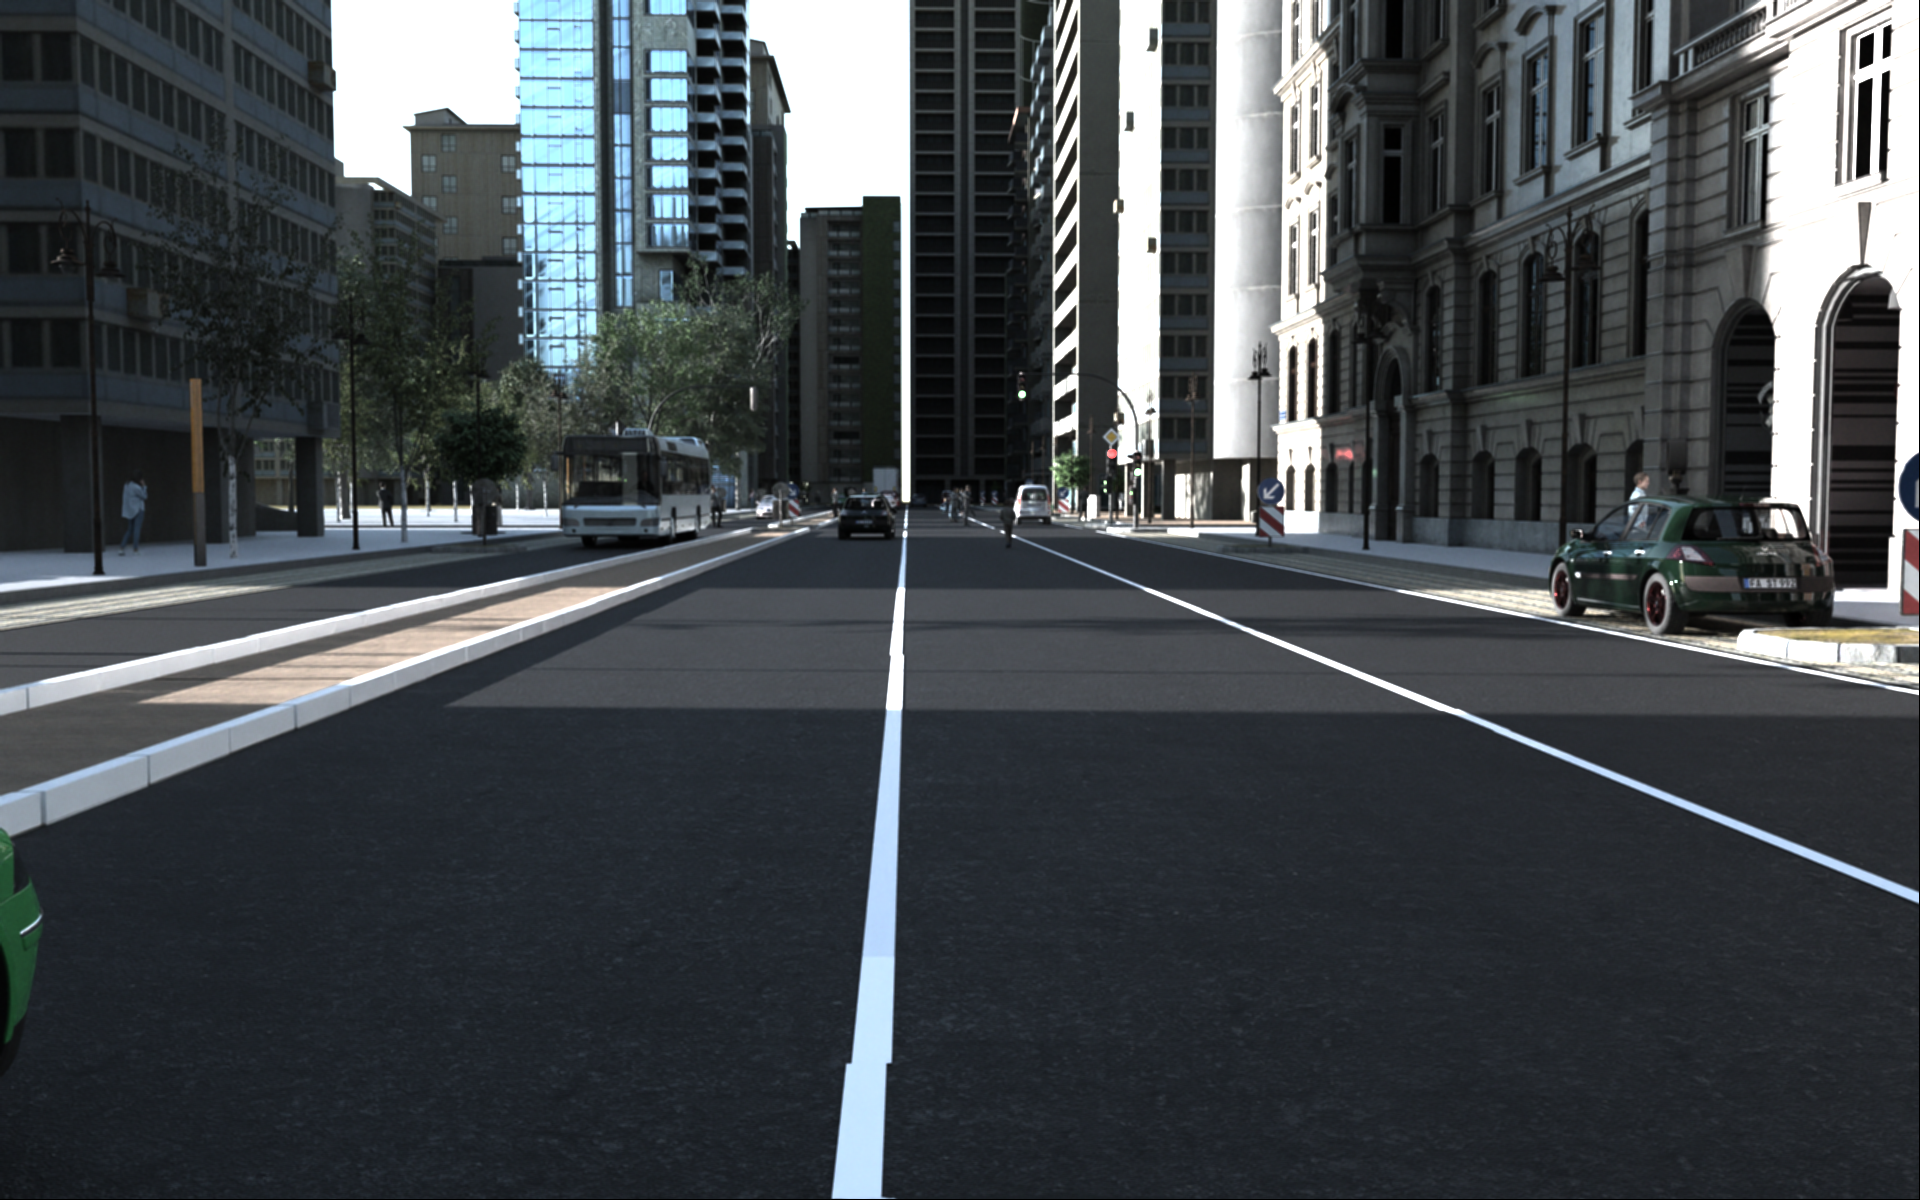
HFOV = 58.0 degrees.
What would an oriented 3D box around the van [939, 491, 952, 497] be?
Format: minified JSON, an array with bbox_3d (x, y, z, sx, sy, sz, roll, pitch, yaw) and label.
[{"bbox_3d":[-1.600,-12.942,218.610,2.013,2.044,4.112,0,4,-1],"label":"van"}]

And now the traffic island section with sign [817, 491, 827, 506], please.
[{"bbox_3d":[-16.596,-11.881,202.886,1.989,1.847,2.006,0,4,-2],"label":"traffic island section with sign"}]

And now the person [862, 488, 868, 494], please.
[{"bbox_3d":[-5.595,-5.732,102.564,0.601,1.785,0.444,-2,4,-28],"label":"person"}]

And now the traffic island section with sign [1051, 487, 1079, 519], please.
[{"bbox_3d":[5.676,-5.470,98.066,1.989,1.847,2.006,0,4,-2],"label":"traffic island section with sign"}]

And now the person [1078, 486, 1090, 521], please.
[{"bbox_3d":[6.482,-5.053,90.930,0.655,1.846,0.447,0,4,0],"label":"person"}]

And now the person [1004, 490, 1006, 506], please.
[{"bbox_3d":[5.030,-11.331,192.017,0.721,1.736,1.217,0,4,-2],"label":"person"}]

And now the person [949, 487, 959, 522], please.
[{"bbox_3d":[-0.263,-4.929,89.277,0.466,1.800,0.511,3,5,43],"label":"person"}]

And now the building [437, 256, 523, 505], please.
[{"bbox_3d":[-55.777,-27.090,214.619,14.107,30.474,14.160,0,4,-2],"label":"building"}]

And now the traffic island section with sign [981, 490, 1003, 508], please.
[{"bbox_3d":[3.364,-10.181,175.091,1.989,1.847,2.006,0,4,-2],"label":"traffic island section with sign"}]

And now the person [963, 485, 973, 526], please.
[{"bbox_3d":[0.371,-4.298,78.572,0.447,1.846,0.655,0,4,-2],"label":"person"}]

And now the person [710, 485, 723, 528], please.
[{"bbox_3d":[-10.459,-4.012,74.280,0.592,1.802,0.473,-1,4,-23],"label":"person"}]

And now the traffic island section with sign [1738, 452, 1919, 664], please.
[{"bbox_3d":[8.164,-0.420,15.493,1.989,1.847,2.006,0,4,-2],"label":"traffic island section with sign"}]

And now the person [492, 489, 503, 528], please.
[{"bbox_3d":[-18.609,-3.703,69.585,0.519,1.759,0.362,0,4,-2],"label":"person"}]

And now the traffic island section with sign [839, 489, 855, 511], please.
[{"bbox_3d":[-9.280,-8.539,147.744,2.006,1.907,1.989,0,4,-2],"label":"traffic island section with sign"}]

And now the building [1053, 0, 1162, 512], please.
[{"bbox_3d":[18.719,-31.157,133.122,21.300,48.544,21.600,0,4,-2],"label":"building"}]

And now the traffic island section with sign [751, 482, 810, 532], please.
[{"bbox_3d":[-6.797,-3.492,65.236,2.006,1.907,1.989,0,4,-2],"label":"traffic island section with sign"}]

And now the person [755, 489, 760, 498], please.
[{"bbox_3d":[-14.875,-7.332,128.561,0.661,1.801,0.590,0,4,5],"label":"person"}]

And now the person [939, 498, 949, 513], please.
[{"bbox_3d":[-1.230,-7.080,129.757,0.738,1.151,1.012,3,4,38],"label":"person"}]

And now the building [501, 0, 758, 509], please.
[{"bbox_3d":[-29.957,-51.955,162.130,22.319,86.520,31.000,0,4,-2],"label":"building"}]

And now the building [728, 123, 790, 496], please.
[{"bbox_3d":[-25.929,-30.737,186.144,14.154,41.232,14.086,0,4,-2],"label":"building"}]

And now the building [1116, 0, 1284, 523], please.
[{"bbox_3d":[21.049,-24.374,90.403,23.993,40.220,32.217,0,4,-2],"label":"building"}]

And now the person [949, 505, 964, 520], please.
[{"bbox_3d":[-0.265,-4.898,94.078,0.738,1.151,1.012,-1,4,-14],"label":"person"}]

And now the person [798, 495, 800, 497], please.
[{"bbox_3d":[-19.740,-12.256,207.221,1.217,1.735,0.721,-2,4,-24],"label":"person"}]

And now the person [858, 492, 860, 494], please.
[{"bbox_3d":[-11.156,-11.138,191.544,0.756,1.711,0.436,-3,5,-44],"label":"person"}]

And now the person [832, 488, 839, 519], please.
[{"bbox_3d":[-7.113,-5.497,98.555,0.473,1.802,0.592,0,4,7],"label":"person"}]

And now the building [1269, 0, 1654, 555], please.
[{"bbox_3d":[17.273,-13.890,46.180,14.460,24.649,34.723,0,4,-2],"label":"building"}]

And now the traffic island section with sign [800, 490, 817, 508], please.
[{"bbox_3d":[-15.768,-10.191,175.256,1.989,1.847,2.006,0,4,-2],"label":"traffic island section with sign"}]

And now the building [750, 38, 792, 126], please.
[{"bbox_3d":[-34.765,-37.799,207.248,27.495,52.752,28.713,0,4,-2],"label":"building"}]

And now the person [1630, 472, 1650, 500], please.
[{"bbox_3d":[10.113,-1.096,25.781,0.330,1.601,0.589,3,4,36],"label":"person"}]

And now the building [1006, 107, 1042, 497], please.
[{"bbox_3d":[16.680,-33.011,194.352,22.147,44.769,28.867,0,4,-2],"label":"building"}]

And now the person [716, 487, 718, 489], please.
[{"bbox_3d":[-18.355,-7.630,131.066,0.520,1.790,0.573,0,4,-7],"label":"person"}]

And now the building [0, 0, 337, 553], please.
[{"bbox_3d":[-30.392,-21.626,45.468,23.993,40.220,32.217,0,4,-2],"label":"building"}]

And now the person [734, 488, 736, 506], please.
[{"bbox_3d":[-17.486,-7.951,136.317,0.573,1.790,0.520,-2,4,-34],"label":"person"}]

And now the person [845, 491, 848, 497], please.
[{"bbox_3d":[-12.739,-11.356,194.185,1.348,1.822,0.705,-2,4,-33],"label":"person"}]

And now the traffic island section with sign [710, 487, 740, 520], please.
[{"bbox_3d":[-13.431,-5.430,97.406,1.989,1.847,2.006,0,4,-2],"label":"traffic island section with sign"}]

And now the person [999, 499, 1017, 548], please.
[{"bbox_3d":[1.271,-2.052,46.321,0.475,1.303,0.640,0,4,-7],"label":"person"}]

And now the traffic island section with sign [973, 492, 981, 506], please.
[{"bbox_3d":[2.528,-11.874,202.770,1.989,1.847,2.006,0,4,-2],"label":"traffic island section with sign"}]

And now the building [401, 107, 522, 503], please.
[{"bbox_3d":[-60.411,-40.092,244.750,27.495,52.752,28.713,0,4,-2],"label":"building"}]

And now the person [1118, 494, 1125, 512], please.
[{"bbox_3d":[11.381,-7.074,121.585,0.818,1.842,0.514,-2,4,-34],"label":"person"}]

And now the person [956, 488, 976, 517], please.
[{"bbox_3d":[0.230,-5.988,106.623,1.509,1.804,0.699,0,4,2],"label":"person"}]

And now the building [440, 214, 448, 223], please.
[{"bbox_3d":[-75.036,-31.332,204.160,23.993,40.220,32.217,0,4,-2],"label":"building"}]

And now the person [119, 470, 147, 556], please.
[{"bbox_3d":[-17.259,-1.823,36.117,0.793,1.790,0.793,0,4,-1],"label":"person"}]

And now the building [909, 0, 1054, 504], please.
[{"bbox_3d":[3.258,-49.104,241.099,20.611,71.187,20.563,0,4,-2],"label":"building"}]

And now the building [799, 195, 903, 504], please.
[{"bbox_3d":[-14.941,-33.980,239.160,14.086,41.232,14.154,0,4,-2],"label":"building"}]

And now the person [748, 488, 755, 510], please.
[{"bbox_3d":[-16.899,-8.203,140.760,0.593,1.750,0.643,2,4,26],"label":"person"}]

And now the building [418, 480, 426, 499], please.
[{"bbox_3d":[-81.162,-33.848,237.007,14.086,41.232,14.154,0,4,-2],"label":"building"}]

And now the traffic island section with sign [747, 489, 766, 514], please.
[{"bbox_3d":[-14.259,-7.102,124.738,1.989,1.847,2.006,0,4,-2],"label":"traffic island section with sign"}]

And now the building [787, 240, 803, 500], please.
[{"bbox_3d":[-34.239,-33.982,247.491,23.993,40.220,32.217,0,4,-2],"label":"building"}]

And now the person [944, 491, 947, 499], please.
[{"bbox_3d":[-1.458,-10.776,185.405,0.721,1.735,1.217,0,4,4],"label":"person"}]

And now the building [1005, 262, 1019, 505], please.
[{"bbox_3d":[12.482,-27.211,216.592,14.160,30.474,14.107,0,4,-2],"label":"building"}]

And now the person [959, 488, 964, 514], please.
[{"bbox_3d":[0.025,-6.989,122.610,0.795,1.843,0.661,2,4,30],"label":"person"}]

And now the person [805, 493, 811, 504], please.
[{"bbox_3d":[-19.874,-13.358,224.462,1.348,1.822,0.705,0,4,-6],"label":"person"}]

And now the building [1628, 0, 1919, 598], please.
[{"bbox_3d":[17.534,-10.705,16.834,13.314,21.916,24.055,0,4,-2],"label":"building"}]

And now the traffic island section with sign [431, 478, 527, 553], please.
[{"bbox_3d":[-11.778,-2.079,42.613,1.989,1.847,2.006,0,4,-2],"label":"traffic island section with sign"}]

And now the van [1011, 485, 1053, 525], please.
[{"bbox_3d":[3.418,-4.583,81.950,2.013,2.044,4.112,0,4,0],"label":"van"}]

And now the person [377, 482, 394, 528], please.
[{"bbox_3d":[-22.152,-3.604,66.780,0.648,1.900,0.474,-1,4,-22],"label":"person"}]

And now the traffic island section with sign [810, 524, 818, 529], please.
[{"bbox_3d":[-7.010,-3.945,72.640,2.006,1.907,1.989,0,4,-2],"label":"traffic island section with sign"}]

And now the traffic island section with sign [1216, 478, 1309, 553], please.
[{"bbox_3d":[7.356,-2.068,42.436,1.989,1.847,2.006,0,4,-2],"label":"traffic island section with sign"}]

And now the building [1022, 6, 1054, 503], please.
[{"bbox_3d":[18.321,-33.289,163.882,23.786,49.044,30.456,0,4,-2],"label":"building"}]
